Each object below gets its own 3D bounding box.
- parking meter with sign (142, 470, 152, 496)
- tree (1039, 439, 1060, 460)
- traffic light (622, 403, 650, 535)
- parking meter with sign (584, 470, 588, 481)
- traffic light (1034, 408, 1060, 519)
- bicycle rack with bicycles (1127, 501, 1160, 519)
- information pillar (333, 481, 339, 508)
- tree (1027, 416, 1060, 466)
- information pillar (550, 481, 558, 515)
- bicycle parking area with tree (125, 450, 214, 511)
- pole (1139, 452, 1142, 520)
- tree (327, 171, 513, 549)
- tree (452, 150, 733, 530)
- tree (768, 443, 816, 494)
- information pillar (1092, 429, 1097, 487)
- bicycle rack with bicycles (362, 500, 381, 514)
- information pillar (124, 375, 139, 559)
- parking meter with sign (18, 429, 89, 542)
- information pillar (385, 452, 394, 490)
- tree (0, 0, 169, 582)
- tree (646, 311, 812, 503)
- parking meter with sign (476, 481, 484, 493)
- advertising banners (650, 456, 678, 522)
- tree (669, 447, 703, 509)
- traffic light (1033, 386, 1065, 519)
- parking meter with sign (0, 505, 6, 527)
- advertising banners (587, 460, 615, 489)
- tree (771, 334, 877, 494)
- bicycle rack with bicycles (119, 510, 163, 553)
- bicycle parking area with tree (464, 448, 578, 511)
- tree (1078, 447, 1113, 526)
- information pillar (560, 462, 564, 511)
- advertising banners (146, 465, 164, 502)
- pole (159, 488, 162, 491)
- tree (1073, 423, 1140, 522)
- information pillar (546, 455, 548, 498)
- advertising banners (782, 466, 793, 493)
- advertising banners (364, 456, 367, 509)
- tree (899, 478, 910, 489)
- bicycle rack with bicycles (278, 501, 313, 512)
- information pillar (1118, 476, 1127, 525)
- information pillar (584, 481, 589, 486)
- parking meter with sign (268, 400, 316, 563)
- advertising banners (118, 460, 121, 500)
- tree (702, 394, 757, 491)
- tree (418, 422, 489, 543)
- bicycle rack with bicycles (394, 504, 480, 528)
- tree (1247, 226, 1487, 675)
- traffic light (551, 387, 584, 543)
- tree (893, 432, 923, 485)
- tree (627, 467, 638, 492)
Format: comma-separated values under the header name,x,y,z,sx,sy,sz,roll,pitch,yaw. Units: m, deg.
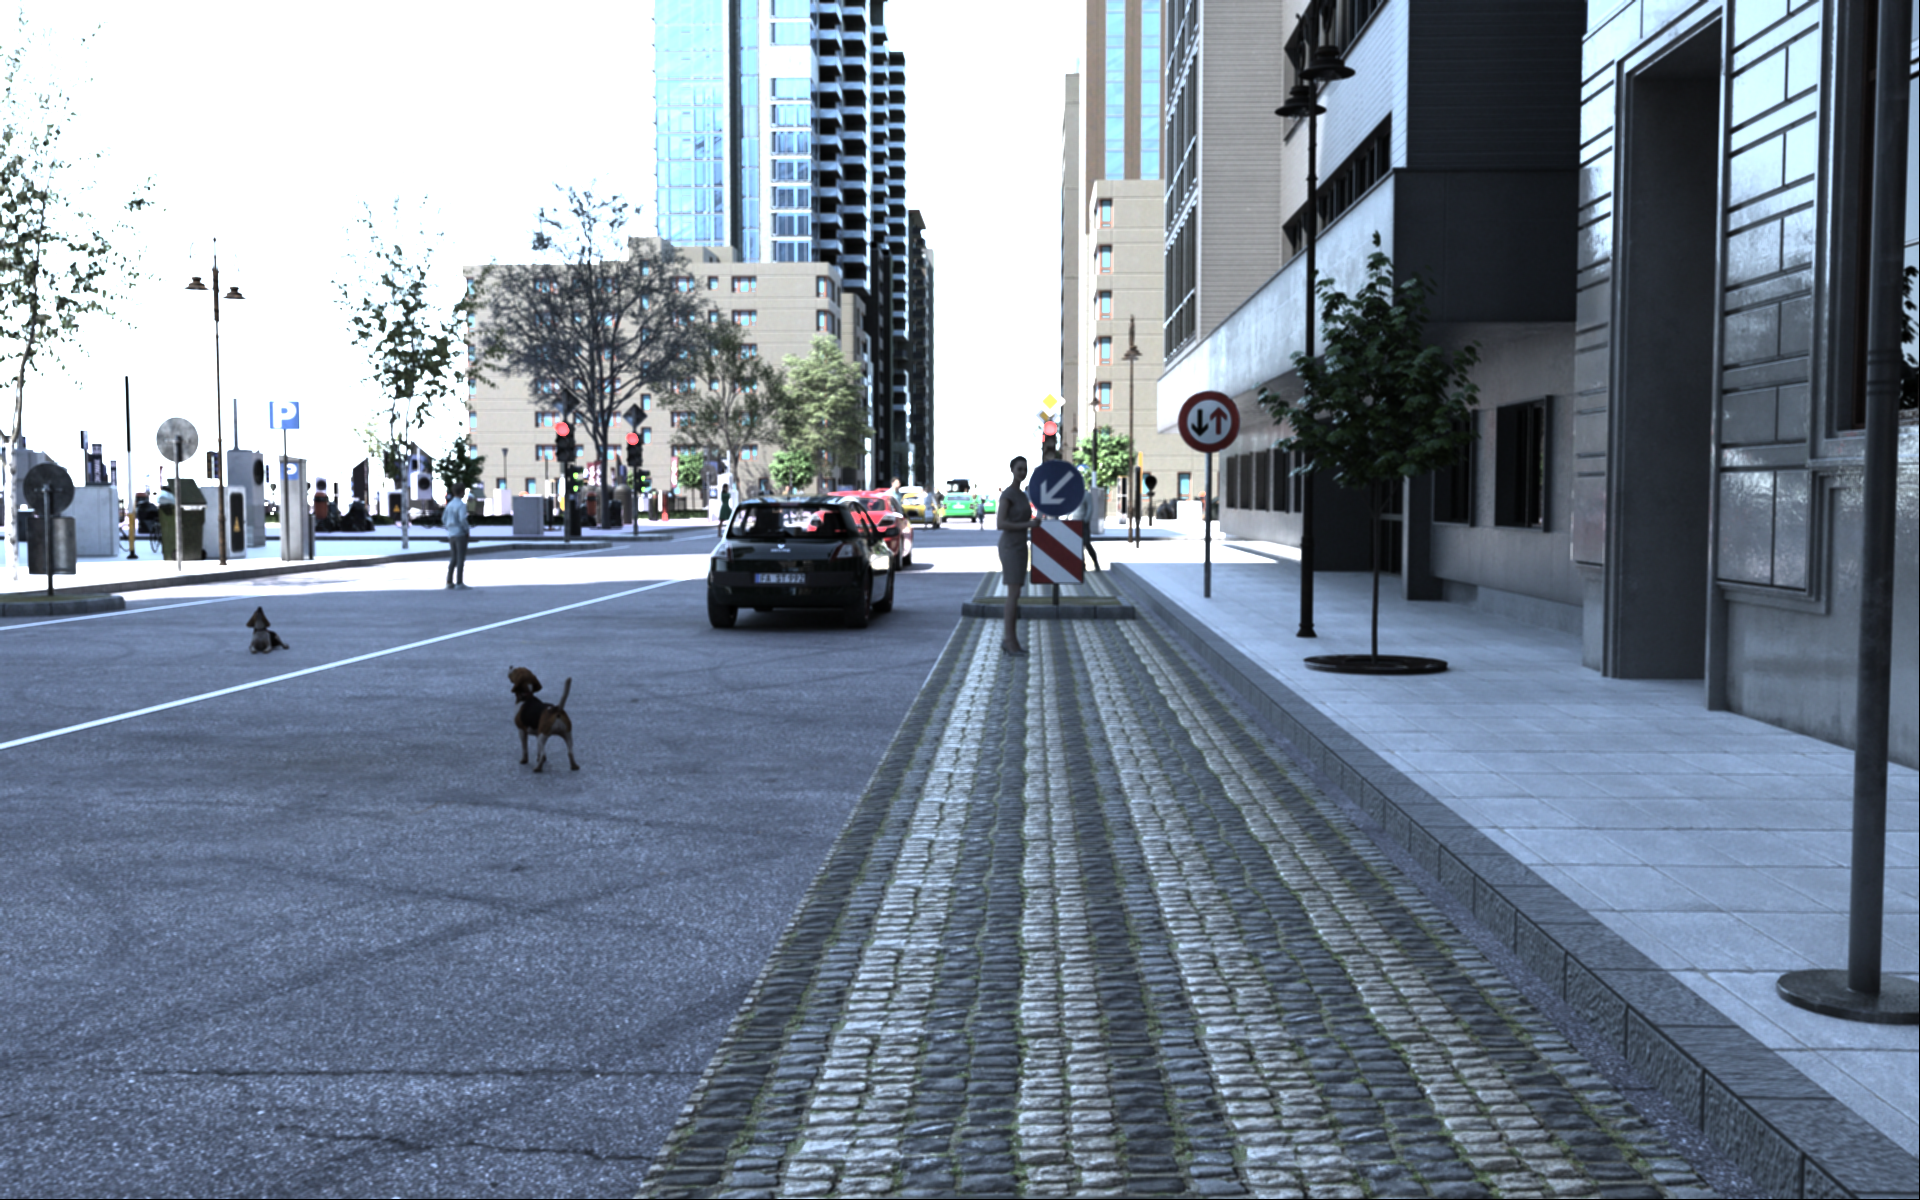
name,x,y,z,sx,sy,sz,roll,pitch,yaw
parking meter with sign,-59.426,-7.985,126.810,0.543,3.016,1.738,-1,4,-18
tree,12.114,-16.032,212.486,4.737,8.622,4.395,0,3,0
traffic light,-10.051,-3.960,53.664,0.839,4.253,0.868,0,4,2
parking meter with sign,-25.961,-7.800,123.789,1.738,3.016,0.543,-3,5,-43
traffic light,2.650,-3.929,53.166,0.839,4.253,0.868,0,4,2
bicycle rack with bicycles,9.124,-4.601,88.604,2.852,0.926,2.925,2,4,30
information pillar,-36.352,-5.898,100.924,0.304,2.012,0.304,-1,4,-12
tree,12.309,-17.978,219.702,9.928,11.665,9.643,0,3,0
information pillar,-22.265,-5.541,95.082,0.304,2.012,0.304,1,4,23
bicycle parking area with tree,-50.605,-7.847,115.304,9.016,4.147,8.231,-2,4,-30
pole,8.856,-5.574,84.970,0.158,3.312,0.155,0,3,0
tree,-12.880,-5.520,40.612,4.737,8.622,4.395,0,3,0
tree,-13.020,-9.315,62.669,12.009,13.543,11.850,0,3,0
tree,-10.799,-7.837,111.840,4.285,4.588,4.351,0,3,0
information pillar,4.849,-4.352,62.506,0.183,3.616,0.504,0,4,-8
bicycle rack with bicycles,-32.908,-5.140,97.428,2.852,0.926,2.925,0,4,-5
information pillar,-16.453,-2.630,34.351,0.183,3.616,0.504,-1,4,-19
parking meter with sign,-24.490,-3.088,46.750,1.738,3.016,0.543,-1,4,-11
information pillar,-29.992,-6.102,91.116,0.504,3.616,0.183,1,4,8
tree,-13.894,-4.586,25.336,4.360,8.622,3.978,0,3,0
tree,-11.350,-9.366,87.549,8.767,10.594,7.601,-3,4,-38
parking meter with sign,-28.456,-6.482,102.247,0.543,3.016,1.738,-3,5,-41
advertising banners,-13.683,-5.138,80.198,2.074,3.025,0.090,3,5,42
tree,-18.115,-8.195,117.704,4.285,4.588,4.351,0,3,0
traffic light,2.327,-3.441,45.188,0.839,4.253,0.868,0,4,2
parking meter with sign,-37.918,-4.353,67.427,0.543,3.016,1.738,1,4,9
advertising banners,-19.562,-6.075,95.510,2.074,3.025,0.090,0,4,6
tree,-9.774,-12.505,122.585,7.486,12.596,7.792,0,3,0
bicycle rack with bicycles,-18.047,-1.528,38.372,2.852,0.926,2.925,0,4,-3
bicycle parking area with tree,-26.299,-7.399,107.978,8.231,4.147,9.016,2,4,35
tree,5.646,-4.658,70.759,1.663,3.219,1.824,0,3,0
information pillar,-21.043,-6.162,92.099,0.504,3.616,0.183,2,4,35
advertising banners,-48.132,-6.563,103.492,0.090,3.025,2.074,1,4,9
pole,-60.237,-8.359,130.509,0.158,3.312,0.155,0,3,0
tree,6.713,-5.911,80.361,4.285,4.588,4.351,0,3,0
information pillar,-24.648,-6.851,103.375,0.183,3.616,0.504,-1,4,-10
advertising banners,-10.808,-6.867,108.461,0.090,3.025,2.074,1,4,13
advertising banners,-27.277,-5.093,79.454,0.090,3.025,2.074,-1,4,-16
tree,-6.524,-12.630,201.094,1.663,3.219,1.824,0,3,0
bicycle rack with bicycles,-47.375,-6.673,122.491,2.925,0.926,2.852,0,4,0
information pillar,6.781,-4.147,72.292,0.304,2.012,0.304,-1,4,-21
information pillar,-20.764,-5.631,96.562,0.304,2.012,0.304,1,4,15
parking meter with sign,-12.725,-2.255,33.130,0.543,3.016,1.738,-1,4,-10
advertising banners,-42.402,-5.567,87.207,0.090,3.025,2.074,-1,4,-17
tree,-16.910,-10.794,126.847,4.360,8.622,3.978,0,3,0
tree,-13.249,-3.141,45.962,1.663,3.219,1.824,0,3,0
bicycle rack with bicycles,-19.579,-3.196,65.642,2.925,0.926,2.852,1,4,8
tree,2.926,-1.105,12.670,1.663,3.219,1.824,0,3,0
traffic light,-10.375,-3.472,45.685,0.839,4.253,0.868,0,4,2
tree,-6.655,-15.642,206.100,4.360,8.622,3.978,0,3,0
tree,-23.363,-7.894,123.673,1.663,3.219,1.824,0,3,0
